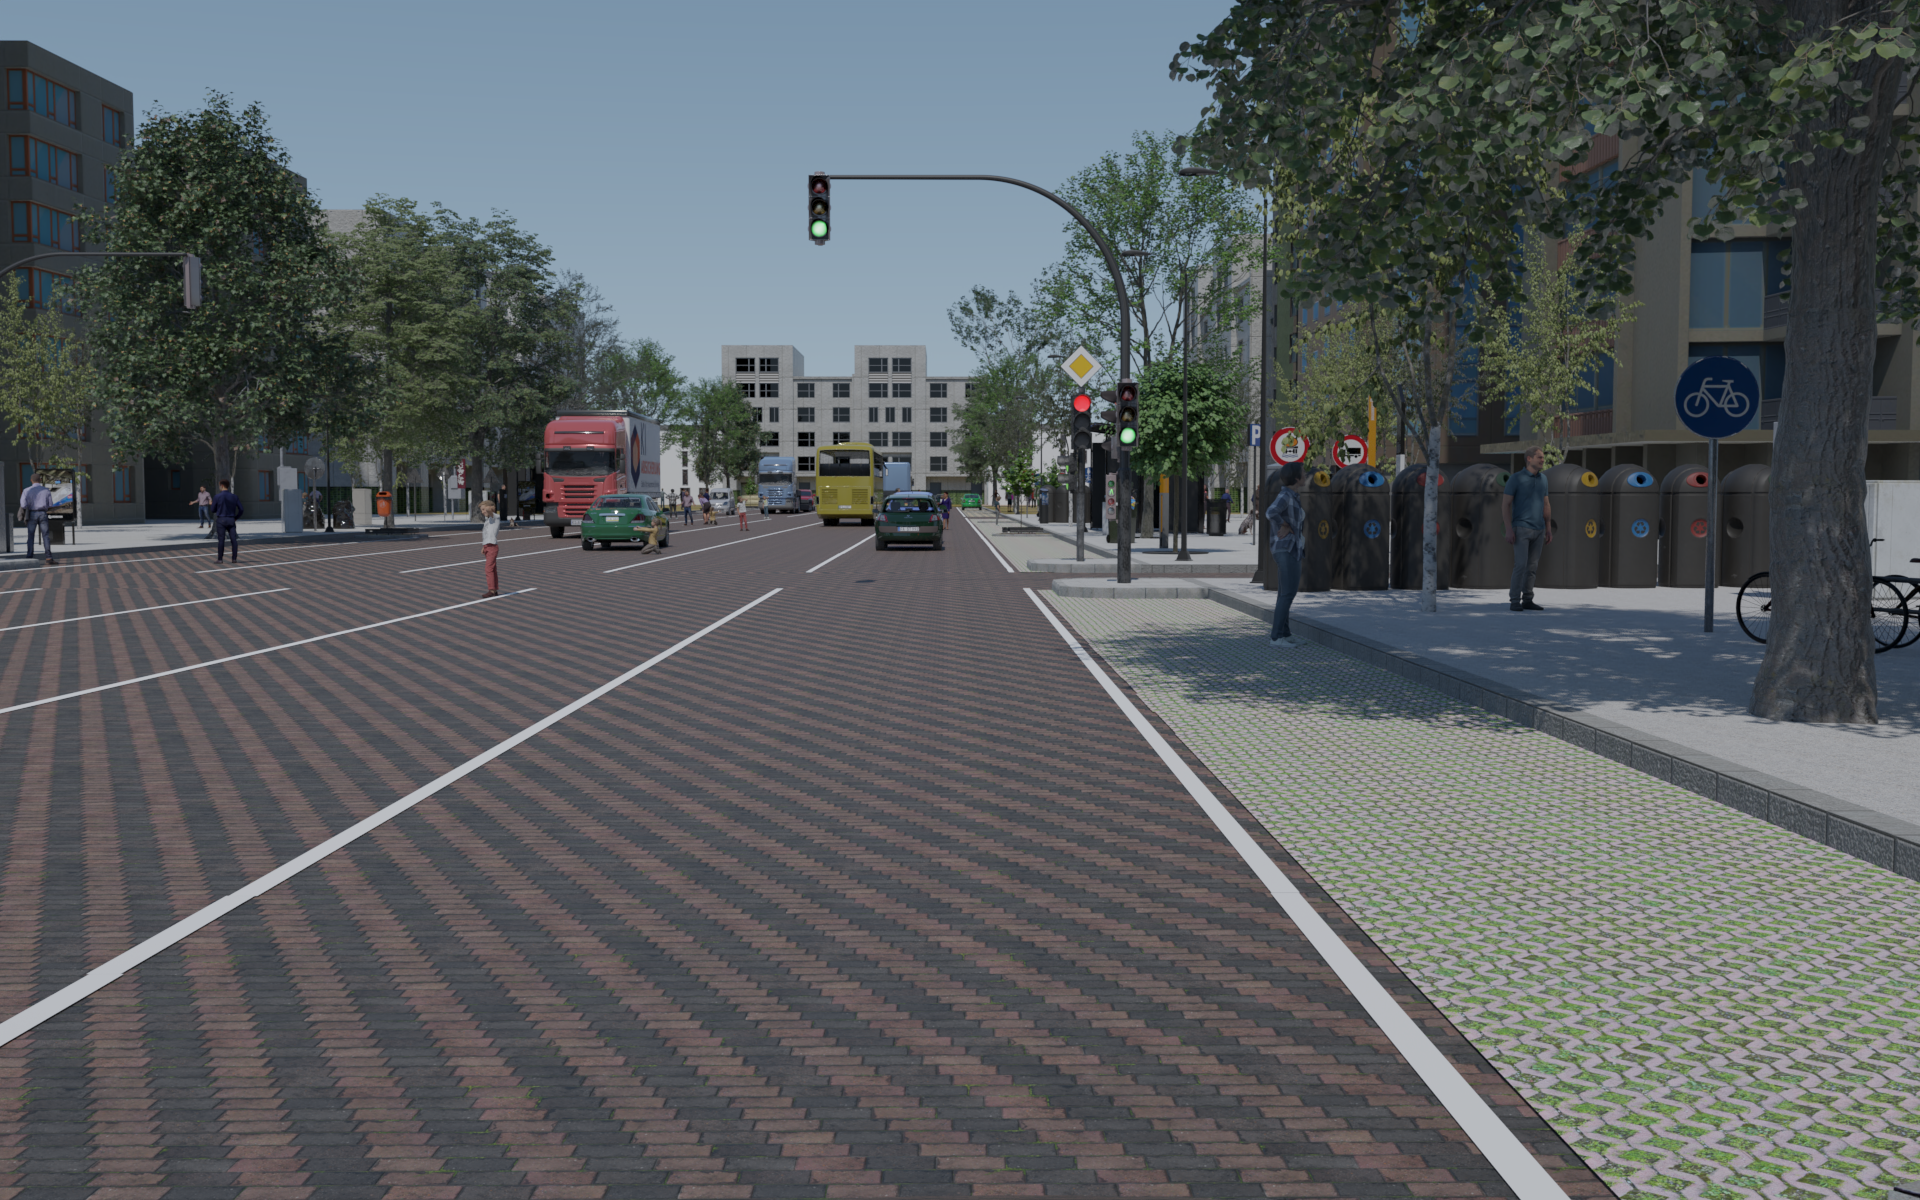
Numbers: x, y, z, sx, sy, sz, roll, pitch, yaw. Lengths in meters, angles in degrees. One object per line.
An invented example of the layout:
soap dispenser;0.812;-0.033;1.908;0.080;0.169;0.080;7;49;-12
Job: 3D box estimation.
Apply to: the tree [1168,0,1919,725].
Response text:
tree;5.046;-6.294;9.570;9.857;13.997;8.962;0;3;0

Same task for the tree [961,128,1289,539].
tree;5.481;-7.572;49.555;9.928;11.665;9.643;0;3;0

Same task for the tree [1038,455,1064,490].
tree;4.657;-5.514;84.754;1.663;3.219;1.824;0;3;0

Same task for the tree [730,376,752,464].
tree;-21.938;-13.719;150.069;9.928;11.665;9.643;0;3;0

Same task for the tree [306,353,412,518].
tree;-30.241;-8.274;85.639;4.360;8.622;3.978;0;3;0

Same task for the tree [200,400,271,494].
tree;-33.478;-7.908;79.656;4.360;8.622;3.978;0;3;0

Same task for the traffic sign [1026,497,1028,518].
traffic sign;3.566;-5.619;91.970;0.768;2.556;0.104;0;4;3

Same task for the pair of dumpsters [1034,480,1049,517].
pair of dumpsters;4.967;-5.695;95.604;1.574;2.255;4.437;0;4;-1

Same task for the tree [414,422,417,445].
tree;-30.753;-8.694;92.512;4.360;8.622;3.978;0;3;0

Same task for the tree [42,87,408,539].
tree;-21.115;-8.095;49.364;9.611;12.733;9.660;0;3;0

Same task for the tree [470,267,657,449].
tree;-21.307;-11.169;92.983;12.009;13.543;11.850;0;3;0

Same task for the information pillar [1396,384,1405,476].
information pillar;9.309;-2.770;36.640;0.183;3.616;0.504;0;4;3

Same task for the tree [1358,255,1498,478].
tree;13.776;-6.229;52.201;4.360;8.622;3.978;0;3;0

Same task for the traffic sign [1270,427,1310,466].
traffic sign;6.262;-2.008;32.943;0.768;2.556;0.104;0;4;4

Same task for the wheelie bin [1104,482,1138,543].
wheelie bin;4.199;-2.275;45.101;0.980;1.594;0.693;2;4;34

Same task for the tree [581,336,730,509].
tree;-21.581;-11.484;113.518;9.928;11.665;9.643;0;3;0

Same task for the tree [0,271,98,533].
tree;-30.402;-6.516;56.906;4.737;8.622;4.395;0;3;0

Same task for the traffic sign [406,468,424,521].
traffic sign;-25.838;-5.021;82.090;0.884;2.594;0.081;0;4;7

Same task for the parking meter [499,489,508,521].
parking meter;-21.817;-4.546;82.736;0.372;1.533;0.369;0;3;0

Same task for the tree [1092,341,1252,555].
tree;4.567;-3.275;37.264;4.285;4.588;4.351;0;3;0

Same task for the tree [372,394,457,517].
tree;-31.463;-9.011;97.694;4.737;8.622;4.395;0;3;0

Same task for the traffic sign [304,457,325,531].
traffic sign;-22.190;-3.635;59.546;0.768;2.556;0.104;0;4;8

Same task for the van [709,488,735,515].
van;-16.334;-6.788;117.994;2.013;2.044;4.112;0;4;0

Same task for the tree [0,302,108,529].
tree;-32.478;-6.899;63.163;4.360;8.622;3.978;0;3;0

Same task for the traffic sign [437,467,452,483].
traffic sign;-24.809;-5.111;83.296;0.795;2.593;0.064;0;4;6

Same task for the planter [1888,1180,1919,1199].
planter;2.559;1.136;2.562;1.991;0.319;1.994;0;4;0

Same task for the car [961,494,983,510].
car;1.031;-8.730;151.539;1.959;1.807;4.718;0;4;1

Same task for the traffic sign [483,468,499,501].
traffic sign;-22.978;-5.189;84.839;0.884;2.594;0.081;0;4;8

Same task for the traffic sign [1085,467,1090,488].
traffic sign;6.067;-4.960;81.198;0.768;2.556;0.104;0;4;5

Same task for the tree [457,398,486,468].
tree;-30.652;-9.379;103.703;4.737;8.622;4.395;0;3;0

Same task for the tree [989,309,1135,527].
tree;4.139;-7.166;67.522;4.360;8.622;3.978;0;3;0

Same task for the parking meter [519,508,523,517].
parking meter;-24.971;-5.531;98.838;0.372;1.533;0.369;0;3;0

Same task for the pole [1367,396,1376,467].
pole;8.516;-2.571;35.880;0.158;3.312;0.155;0;3;0

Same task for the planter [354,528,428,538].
planter;-18.771;-2.220;57.430;1.991;0.319;1.994;0;4;0

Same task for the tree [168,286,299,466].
tree;-31.306;-8.454;72.642;7.601;10.594;8.767;0;4;5

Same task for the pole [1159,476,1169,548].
pole;4.818;-2.874;40.828;0.158;3.312;0.155;0;3;0

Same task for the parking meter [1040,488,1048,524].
parking meter;3.636;-4.065;74.871;0.372;1.533;0.369;0;3;0

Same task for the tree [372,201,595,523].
tree;-21.341;-10.399;76.687;9.857;13.997;8.962;0;3;0

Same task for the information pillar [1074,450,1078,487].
information pillar;5.971;-5.982;89.158;0.183;3.616;0.504;1;4;20

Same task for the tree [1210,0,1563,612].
tree;5.045;-4.191;18.888;4.737;8.622;4.395;0;3;0

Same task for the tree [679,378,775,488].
tree;-22.917;-15.523;170.805;9.611;12.733;9.660;0;3;0

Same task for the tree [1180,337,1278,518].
tree;11.893;-8.008;81.301;4.360;8.622;3.978;0;3;0

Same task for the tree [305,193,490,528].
tree;-21.433;-9.024;65.677;7.486;12.596;7.792;0;3;0

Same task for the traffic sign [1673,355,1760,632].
traffic sign;6.957;-0.973;16.018;0.768;2.556;0.104;0;4;4

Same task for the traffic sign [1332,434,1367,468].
traffic sign;8.337;-2.259;37.048;0.768;2.556;0.104;0;4;7

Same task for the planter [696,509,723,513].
planter;-19.413;-6.946;134.701;1.991;0.319;1.994;0;4;0

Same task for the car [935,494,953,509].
car;-1.648;-9.661;167.739;2.009;1.686;4.222;0;4;1
